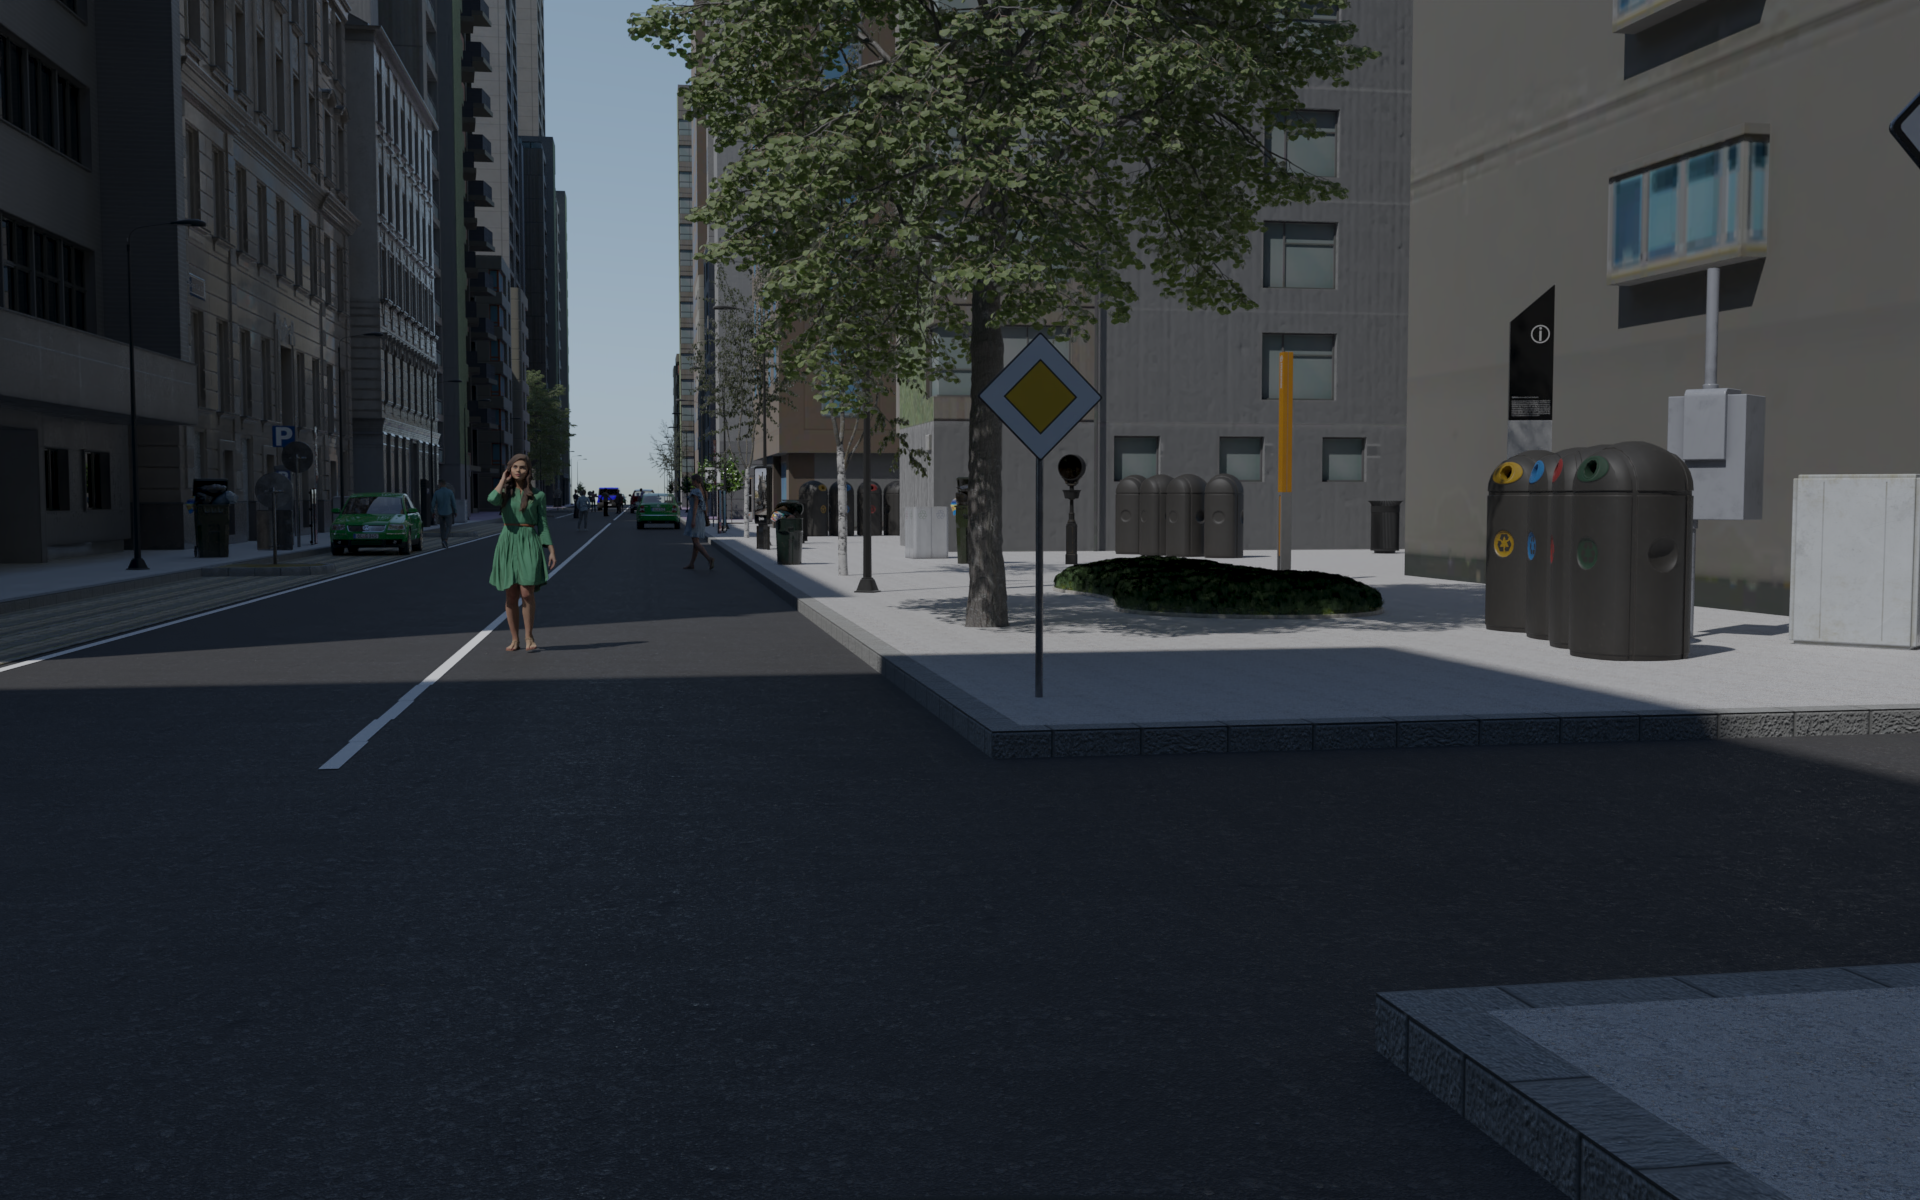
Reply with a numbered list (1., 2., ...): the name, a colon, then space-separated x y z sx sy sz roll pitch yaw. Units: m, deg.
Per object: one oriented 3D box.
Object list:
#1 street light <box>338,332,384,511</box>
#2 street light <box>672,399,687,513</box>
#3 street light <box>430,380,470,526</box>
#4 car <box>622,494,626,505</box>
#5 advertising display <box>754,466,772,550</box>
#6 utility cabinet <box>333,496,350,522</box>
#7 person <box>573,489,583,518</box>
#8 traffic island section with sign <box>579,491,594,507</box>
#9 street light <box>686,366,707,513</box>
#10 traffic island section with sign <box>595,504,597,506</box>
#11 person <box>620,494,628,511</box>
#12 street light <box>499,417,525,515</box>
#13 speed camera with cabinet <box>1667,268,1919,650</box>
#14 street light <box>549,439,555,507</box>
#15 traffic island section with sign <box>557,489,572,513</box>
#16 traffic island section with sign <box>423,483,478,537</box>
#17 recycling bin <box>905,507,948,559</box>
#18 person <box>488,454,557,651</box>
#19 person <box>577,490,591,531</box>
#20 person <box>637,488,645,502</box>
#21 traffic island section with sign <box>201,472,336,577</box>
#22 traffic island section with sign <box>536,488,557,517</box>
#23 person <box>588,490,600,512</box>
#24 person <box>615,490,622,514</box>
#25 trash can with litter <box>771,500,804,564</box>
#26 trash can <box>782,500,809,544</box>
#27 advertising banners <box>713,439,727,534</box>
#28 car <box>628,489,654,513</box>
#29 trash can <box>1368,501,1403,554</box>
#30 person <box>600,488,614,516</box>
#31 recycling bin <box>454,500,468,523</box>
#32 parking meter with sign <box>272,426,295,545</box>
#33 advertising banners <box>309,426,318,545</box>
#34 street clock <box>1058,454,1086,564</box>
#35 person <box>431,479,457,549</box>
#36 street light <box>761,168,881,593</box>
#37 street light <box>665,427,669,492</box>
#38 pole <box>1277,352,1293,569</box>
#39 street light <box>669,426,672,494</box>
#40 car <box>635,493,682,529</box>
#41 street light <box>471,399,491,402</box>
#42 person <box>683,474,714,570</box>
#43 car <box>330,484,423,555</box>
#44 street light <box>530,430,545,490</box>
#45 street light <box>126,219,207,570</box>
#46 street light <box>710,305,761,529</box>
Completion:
1. street light: -17.215 -4.722 49.742 1.470 5.913 1.316 -1 4 -10
2. street light: -13.164 -6.862 84.736 1.470 5.913 1.316 -1 4 -10
3. street light: -20.873 -5.978 70.277 1.470 5.913 1.316 -1 4 -10
4. car: -45.959 -13.754 233.676 1.959 1.807 4.718 -1 4 -12
5. advertising display: -4.558 -2.131 40.057 0.123 1.923 0.974 -2 4 -24
6. utility cabinet: -18.696 -2.569 53.172 1.020 1.237 0.306 0 4 1
7. person: -22.544 -5.694 102.405 0.742 1.727 0.445 0 4 3
8. traffic island section with sign: -40.946 -10.978 188.116 1.989 1.847 2.006 -1 4 -10
9. street light: -9.125 -5.541 63.131 1.470 5.913 1.316 -1 4 -10
10. traffic island section with sign: -45.823 -12.617 214.908 1.989 1.847 2.006 -1 4 -10
11. person: -28.142 -8.088 143.996 1.065 1.426 0.557 0 4 -3
12. street light: -27.302 -8.104 105.040 1.470 5.913 1.316 -1 4 -10
13. speed camera with cabinet: 7.241 -1.261 14.958 2.038 3.252 0.660 3 5 41
14. street light: -34.757 -10.598 145.814 1.470 5.913 1.316 -1 4 -10
15. traffic island section with sign: -31.128 -7.687 134.312 1.989 1.847 2.006 -1 4 -10
16. traffic island section with sign: -17.170 -3.008 57.803 1.989 1.847 2.006 -1 4 -10
17. recycling bin: -0.666 -1.348 34.597 0.722 1.027 0.722 -1 4 -17
18. person: -3.995 -0.430 15.780 0.600 1.795 0.529 -1 4 -18
19. person: -14.677 -3.504 67.593 0.589 1.601 0.330 1 4 8
20. person: -21.647 -6.660 117.261 0.599 1.838 0.709 1 4 12
21. traffic island section with sign: -12.284 -1.364 30.924 1.989 1.847 2.006 -1 4 -10
22. traffic island section with sign: -26.297 -6.065 107.792 1.989 1.847 2.006 -1 4 -10
23. person: -29.170 -7.863 137.768 1.217 1.736 0.721 -1 4 -17
24. person: -25.024 -7.198 126.736 0.434 1.755 0.990 -3 4 -39
25. trash can with litter: -3.199 -1.242 31.687 0.624 1.170 1.055 -1 4 -12
26. trash can: -4.258 -2.036 44.943 0.748 1.137 0.748 0 3 0
27. advertising banners: -7.821 -3.680 56.357 0.090 3.025 2.074 0 4 3
28. car: -23.772 -7.434 130.220 2.281 1.827 5.304 -1 4 -10
29. trash can: 9.186 -1.576 37.426 0.748 1.137 0.748 0 3 0
30. person: -22.771 -6.298 111.476 1.348 1.823 0.705 3 5 41
31. recycling bin: -22.437 -3.968 77.437 0.722 1.027 0.722 -1 4 -9
32. parking meter with sign: -16.990 -2.887 43.471 0.543 3.016 1.738 -1 4 -18
33. advertising banners: -16.522 -2.943 44.308 0.090 3.025 2.074 -1 4 -15
34. street clock: 2.036 -1.652 31.575 0.471 2.002 0.358 1 4 20
35. person: -13.658 -2.286 45.732 0.638 1.841 0.748 0 4 4
36. street light: -1.742 -3.046 22.344 1.470 5.913 1.316 -1 4 -10
37. street light: -19.328 -8.964 119.105 1.470 5.913 1.316 -1 4 -10
38. pole: 4.688 -1.904 24.975 0.158 3.312 0.155 0 3 0
39. street light: -15.685 -7.716 98.703 1.470 5.913 1.316 -1 4 -10
40. car: -12.574 -3.883 72.279 1.959 1.807 4.718 -1 4 -9
41. street light: -23.610 -6.857 84.646 1.470 5.913 1.316 -1 4 -10
42. person: -4.918 -1.478 32.762 0.778 1.811 0.616 2 4 31
43. car: -14.027 -2.015 41.742 1.959 1.807 4.718 -1 4 -12
44. street light: -30.975 -9.351 125.437 1.470 5.913 1.316 -1 4 -10
45. street light: -13.423 -3.472 29.312 1.470 5.913 1.316 -1 4 -10
46. street light: -5.365 -4.294 42.750 1.470 5.913 1.316 -1 4 -10
